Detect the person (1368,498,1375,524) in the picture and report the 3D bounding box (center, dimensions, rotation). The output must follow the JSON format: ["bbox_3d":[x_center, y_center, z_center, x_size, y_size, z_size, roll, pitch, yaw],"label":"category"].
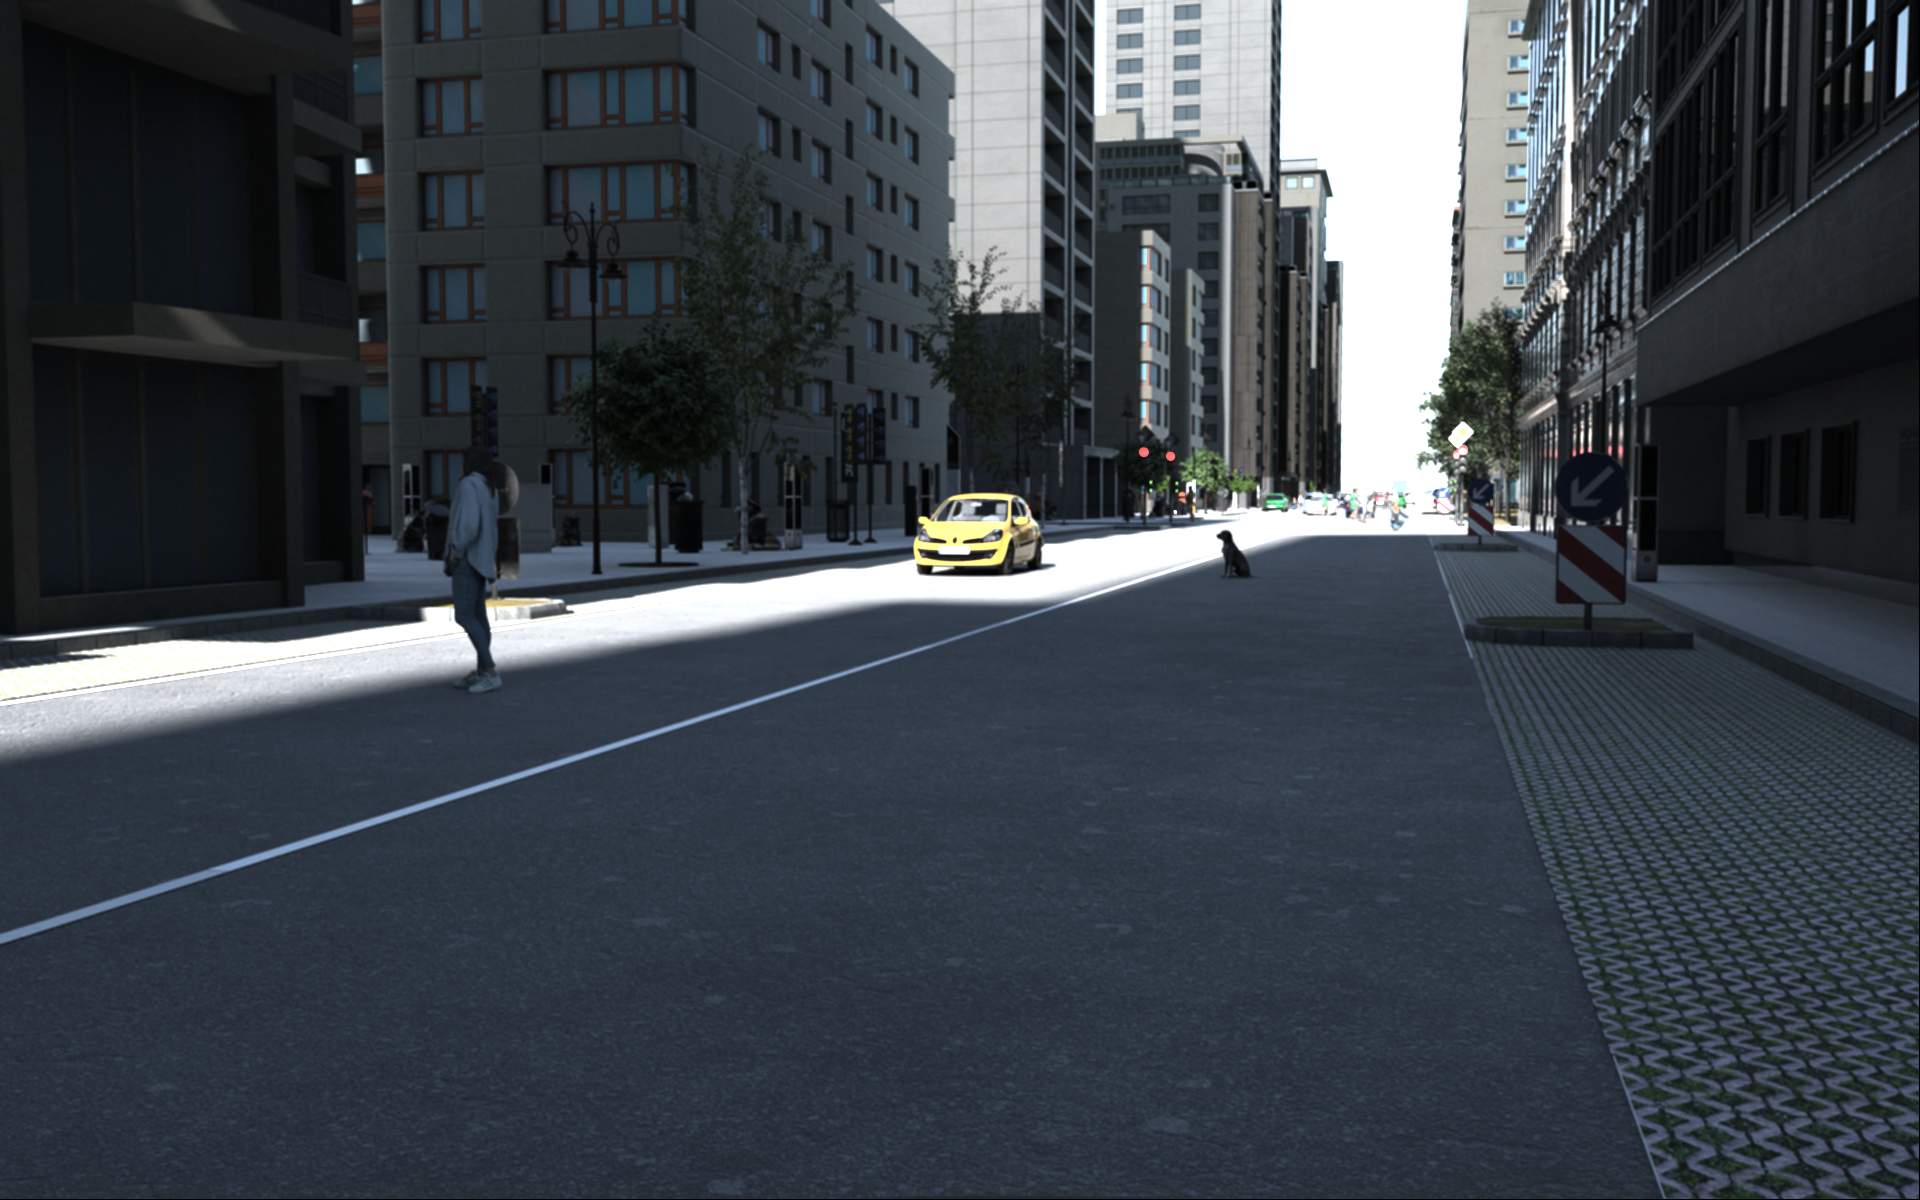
[{"bbox_3d":[19.783,-4.291,83.337,0.352,1.250,0.332,2,4,27],"label":"person"}]

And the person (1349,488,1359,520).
[{"bbox_3d":[22.100,-5.406,97.141,0.600,1.795,0.529,1,4,10],"label":"person"}]

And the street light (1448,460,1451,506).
[{"bbox_3d":[54.297,-13.421,192.226,0.468,5.910,1.993,1,4,15],"label":"street light"}]

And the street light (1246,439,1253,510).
[{"bbox_3d":[22.847,-10.049,137.088,0.468,5.910,1.993,1,4,15],"label":"street light"}]

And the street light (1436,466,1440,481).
[{"bbox_3d":[83.070,-20.111,301.597,0.468,5.910,1.993,1,4,15],"label":"street light"}]

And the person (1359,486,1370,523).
[{"bbox_3d":[19.975,-4.698,85.407,0.391,1.810,0.635,3,5,44],"label":"person"}]

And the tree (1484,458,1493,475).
[{"bbox_3d":[41.142,-11.507,138.494,4.360,8.622,3.978,0,3,0],"label":"tree"}]

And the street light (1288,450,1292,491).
[{"bbox_3d":[34.645,-12.810,182.234,0.468,5.910,1.993,1,4,15],"label":"street light"}]

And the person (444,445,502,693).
[{"bbox_3d":[-3.557,-0.243,12.744,0.793,1.790,0.793,-2,4,-33],"label":"person"}]

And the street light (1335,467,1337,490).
[{"bbox_3d":[63.331,-19.491,291.460,0.468,5.910,1.993,1,4,15],"label":"street light"}]

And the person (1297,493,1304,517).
[{"bbox_3d":[20.879,-5.828,106.387,0.523,1.515,0.503,1,4,10],"label":"person"}]

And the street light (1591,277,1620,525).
[{"bbox_3d":[13.793,-3.935,37.127,0.468,5.910,1.993,1,4,15],"label":"street light"}]

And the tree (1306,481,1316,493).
[{"bbox_3d":[45.939,-14.188,226.566,1.663,3.219,1.824,0,3,0],"label":"tree"}]

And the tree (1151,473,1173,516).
[{"bbox_3d":[11.463,-6.448,100.028,1.663,3.219,1.824,0,3,0],"label":"tree"}]

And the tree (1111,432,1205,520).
[{"bbox_3d":[9.294,-6.374,87.927,4.285,4.588,4.351,0,3,0],"label":"tree"}]

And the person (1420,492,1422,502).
[{"bbox_3d":[75.687,-16.814,284.084,0.721,1.739,1.217,-1,4,-9],"label":"person"}]

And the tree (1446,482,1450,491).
[{"bbox_3d":[64.765,-14.296,228.347,1.663,3.219,1.824,0,3,0],"label":"tree"}]

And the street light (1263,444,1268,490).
[{"bbox_3d":[27.041,-11.037,153.237,0.468,5.910,1.993,1,4,15],"label":"street light"}]

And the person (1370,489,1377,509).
[{"bbox_3d":[30.981,-7.451,130.123,0.655,1.846,0.447,-2,4,-34],"label":"person"}]

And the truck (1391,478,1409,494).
[{"bbox_3d":[70.695,-17.688,278.956,2.967,4.110,18.799,1,4,16],"label":"truck"}]

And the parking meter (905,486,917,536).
[{"bbox_3d":[-1.497,-2.719,52.867,0.372,1.533,0.369,0,3,0],"label":"parking meter"}]

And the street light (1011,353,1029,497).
[{"bbox_3d":[1.902,-5.147,56.948,0.468,5.910,1.993,1,4,15],"label":"street light"}]

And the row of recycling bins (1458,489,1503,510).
[{"bbox_3d":[41.067,-7.926,136.695,3.534,1.692,1.069,2,4,26],"label":"row of recycling bins"}]

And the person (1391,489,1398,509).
[{"bbox_3d":[36.420,-8.361,145.084,0.818,1.842,0.514,0,4,-2],"label":"person"}]

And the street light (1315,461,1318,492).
[{"bbox_3d":[48.117,-15.957,233.676,0.468,5.910,1.993,1,4,15],"label":"street light"}]

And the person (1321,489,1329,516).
[{"bbox_3d":[24.147,-6.467,114.485,0.529,1.795,0.600,2,4,25],"label":"person"}]

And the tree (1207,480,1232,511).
[{"bbox_3d":[19.625,-8.535,134.147,1.663,3.219,1.824,0,3,0],"label":"tree"}]

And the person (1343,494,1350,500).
[{"bbox_3d":[34.338,-8.671,153.455,0.628,1.438,0.799,2,4,26],"label":"person"}]

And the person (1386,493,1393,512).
[{"bbox_3d":[35.304,-8.023,142.270,0.503,1.515,0.523,-3,5,-39],"label":"person"}]

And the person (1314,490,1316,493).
[{"bbox_3d":[29.589,-8.318,144.692,0.606,1.804,0.583,-1,4,-20],"label":"person"}]

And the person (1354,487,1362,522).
[{"bbox_3d":[20.769,-4.970,90.034,0.573,1.790,0.520,0,4,-4],"label":"person"}]

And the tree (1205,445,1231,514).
[{"bbox_3d":[16.023,-7.883,112.598,4.285,4.588,4.351,0,3,0],"label":"tree"}]

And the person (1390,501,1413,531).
[{"bbox_3d":[17.118,-3.268,67.435,1.012,1.151,0.738,-1,4,-14],"label":"person"}]

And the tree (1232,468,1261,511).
[{"bbox_3d":[23.951,-9.147,144.159,1.663,3.219,1.824,0,3,0],"label":"tree"}]

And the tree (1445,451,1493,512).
[{"bbox_3d":[37.452,-8.800,127.593,4.285,4.588,4.351,0,3,0],"label":"tree"}]

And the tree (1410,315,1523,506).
[{"bbox_3d":[33.480,-11.871,111.097,9.611,12.733,9.660,0,3,0],"label":"tree"}]

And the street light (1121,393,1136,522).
[{"bbox_3d":[7.686,-6.513,79.278,0.468,5.910,1.993,1,4,15],"label":"street light"}]

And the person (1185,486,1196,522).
[{"bbox_3d":[10.798,-4.444,81.139,0.573,1.828,0.580,-1,4,-10],"label":"person"}]

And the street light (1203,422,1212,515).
[{"bbox_3d":[15.400,-8.277,108.124,0.468,5.910,1.993,1,4,15],"label":"street light"}]

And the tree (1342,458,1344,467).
[{"bbox_3d":[65.577,-21.724,305.542,4.360,8.622,3.978,0,3,0],"label":"tree"}]

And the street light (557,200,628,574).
[{"bbox_3d":[-5.824,-3.353,27.603,0.468,5.910,1.993,1,4,15],"label":"street light"}]

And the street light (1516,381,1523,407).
[{"bbox_3d":[21.518,-5.716,66.239,0.468,5.910,1.993,1,4,15],"label":"street light"}]

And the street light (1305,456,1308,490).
[{"bbox_3d":[42.227,-14.582,211.197,0.468,5.910,1.993,1,4,15],"label":"street light"}]

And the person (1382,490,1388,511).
[{"bbox_3d":[35.431,-8.292,144.262,0.526,1.800,0.537,1,4,10],"label":"person"}]

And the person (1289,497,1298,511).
[{"bbox_3d":[28.401,-8.137,147.031,0.738,1.151,1.012,-2,4,-30],"label":"person"}]

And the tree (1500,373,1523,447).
[{"bbox_3d":[30.991,-8.708,92.744,4.360,8.622,3.978,0,3,0],"label":"tree"}]

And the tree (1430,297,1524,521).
[{"bbox_3d":[25.903,-9.061,82.563,7.601,10.594,8.767,-1,4,-14],"label":"tree"}]
